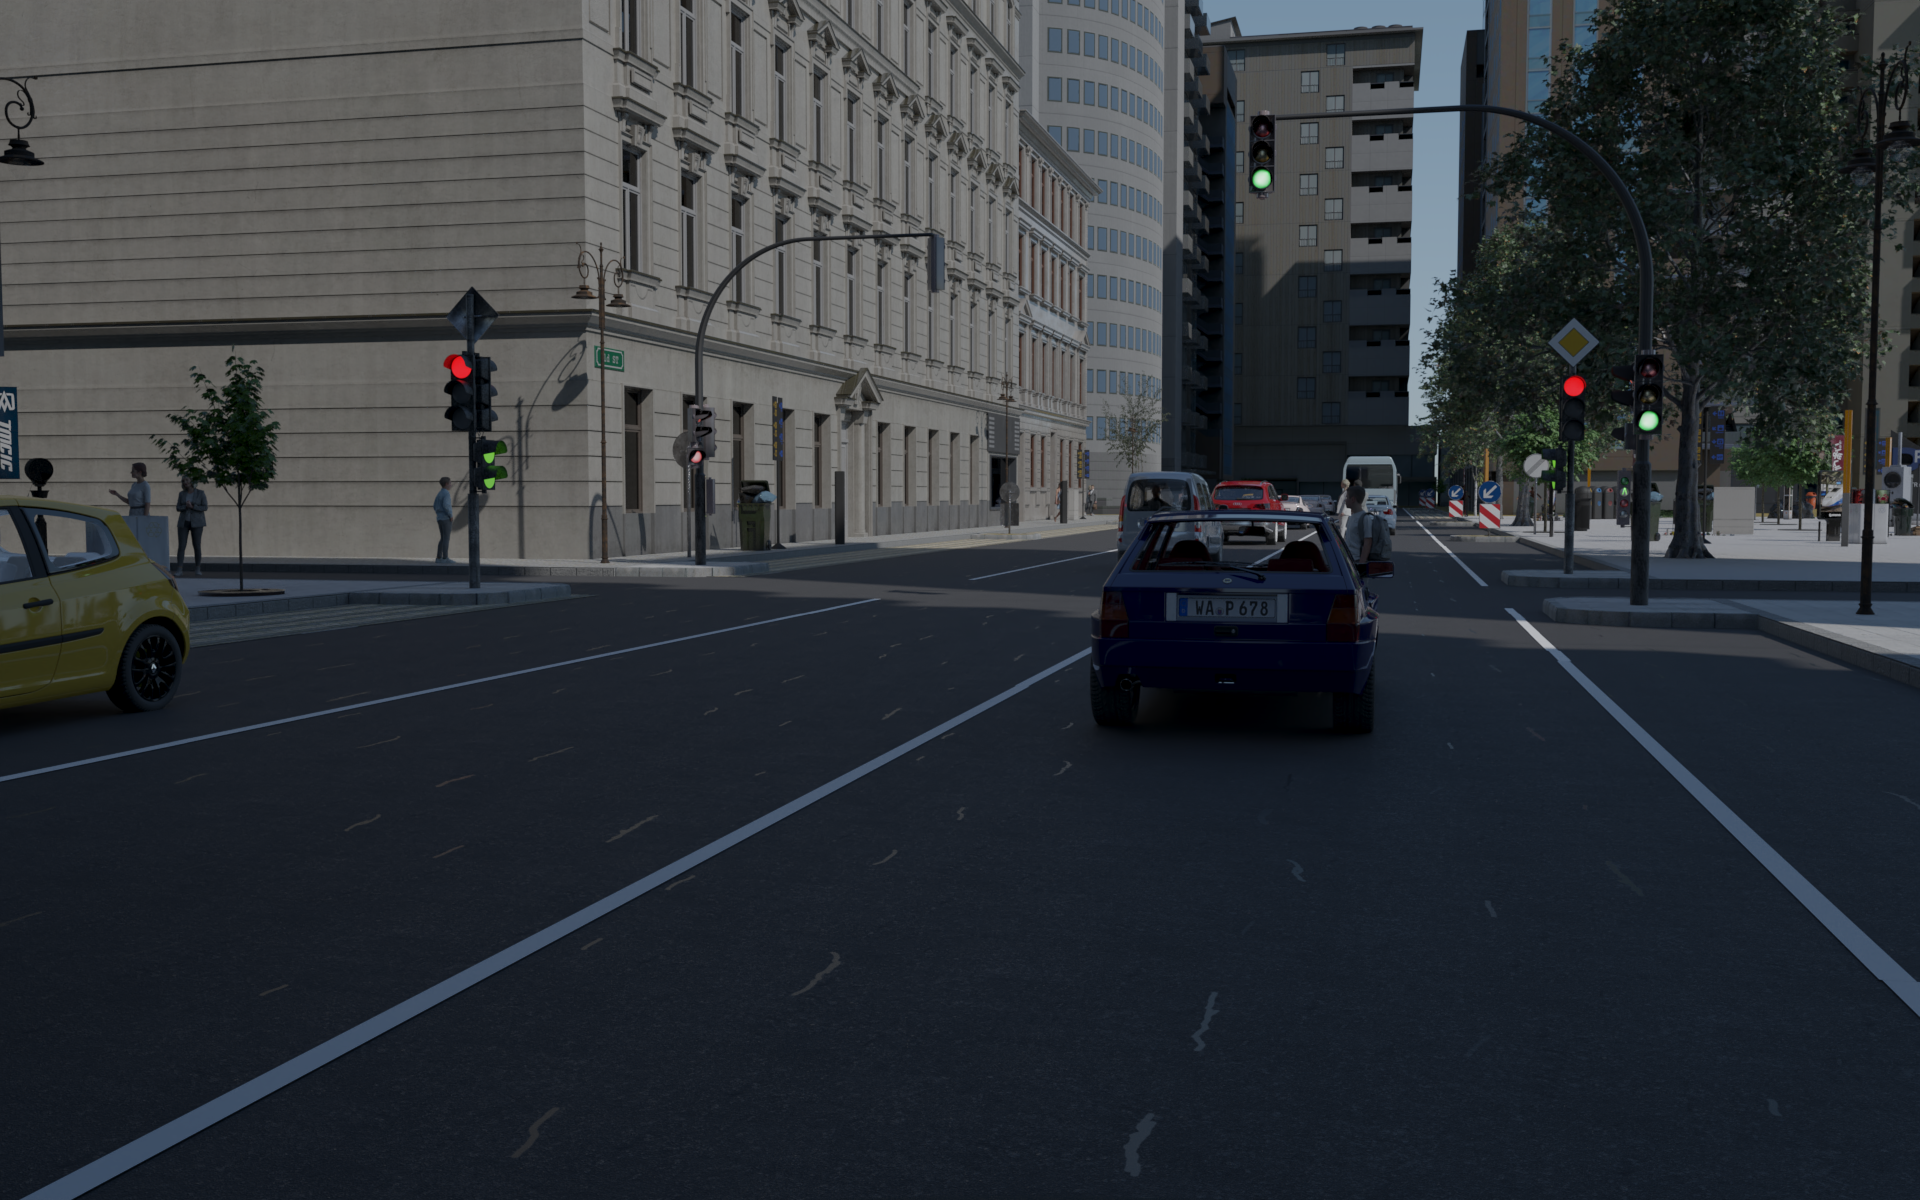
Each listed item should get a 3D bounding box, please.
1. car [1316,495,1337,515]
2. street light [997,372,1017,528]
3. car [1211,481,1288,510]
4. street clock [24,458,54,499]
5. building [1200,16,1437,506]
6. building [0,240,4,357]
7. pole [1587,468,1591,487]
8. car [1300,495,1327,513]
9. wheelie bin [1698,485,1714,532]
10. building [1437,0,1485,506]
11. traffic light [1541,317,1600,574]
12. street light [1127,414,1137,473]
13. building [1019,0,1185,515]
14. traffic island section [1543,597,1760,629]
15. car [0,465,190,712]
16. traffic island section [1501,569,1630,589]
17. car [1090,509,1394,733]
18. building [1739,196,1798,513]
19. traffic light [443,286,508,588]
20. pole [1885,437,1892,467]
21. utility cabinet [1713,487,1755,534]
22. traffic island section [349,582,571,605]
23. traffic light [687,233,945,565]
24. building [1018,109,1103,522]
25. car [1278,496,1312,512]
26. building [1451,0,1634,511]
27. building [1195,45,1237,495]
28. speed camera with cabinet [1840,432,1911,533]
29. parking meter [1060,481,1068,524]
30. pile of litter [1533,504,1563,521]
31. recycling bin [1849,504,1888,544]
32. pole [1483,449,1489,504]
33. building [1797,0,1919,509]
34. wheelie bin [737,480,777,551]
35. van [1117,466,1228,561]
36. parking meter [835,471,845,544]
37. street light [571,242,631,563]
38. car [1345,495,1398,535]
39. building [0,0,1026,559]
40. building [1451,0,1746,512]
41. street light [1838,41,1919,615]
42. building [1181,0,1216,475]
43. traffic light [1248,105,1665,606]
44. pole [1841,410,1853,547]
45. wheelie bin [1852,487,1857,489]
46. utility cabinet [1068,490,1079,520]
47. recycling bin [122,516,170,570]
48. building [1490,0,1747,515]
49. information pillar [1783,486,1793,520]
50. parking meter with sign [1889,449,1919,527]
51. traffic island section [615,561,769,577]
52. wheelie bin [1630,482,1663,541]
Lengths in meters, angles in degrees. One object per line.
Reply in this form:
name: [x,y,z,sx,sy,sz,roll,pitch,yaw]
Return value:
car: [25.081,-6.602,120.312,2.083,1.381,4.827,1,4,14]
street light: [1.772,-5.678,65.621,0.468,5.910,1.993,1,4,14]
car: [8.356,-2.556,50.471,2.281,1.827,5.304,1,4,15]
street clock: [-18.386,-1.838,34.619,0.358,2.002,0.471,3,5,42]
building: [40.487,-37.265,198.525,27.495,52.752,28.713,1,4,14]
building: [-18.811,-20.375,16.722,14.086,41.232,14.154,1,4,14]
pole: [34.990,-6.270,96.361,0.158,3.312,0.155,0,3,0]
car: [19.531,-5.184,97.118,2.083,1.381,4.827,1,4,13]
wheelie bin: [25.114,-3.093,58.476,0.980,1.594,0.693,1,4,18]
building: [68.461,-53.497,187.347,31.000,86.520,22.319,1,4,14]
traffic light: [9.751,-2.372,27.696,0.839,4.253,0.868,1,4,14]
street light: [9.820,-7.690,98.518,0.468,5.910,1.993,1,4,14]
building: [3.412,-35.365,120.221,21.231,58.520,28.212,1,4,14]
traffic island section: [7.871,0.137,20.048,2.009,0.180,2.903,1,4,14]
car: [-6.437,-0.002,10.258,2.015,1.641,3.980,1,4,13]
traffic island section: [9.788,-0.338,27.801,2.009,0.180,2.903,1,4,14]
car: [1.978,0.043,11.877,1.945,1.354,3.894,1,4,13]
building: [47.926,-41.991,124.805,20.563,71.187,20.611,1,4,14]
traffic light: [-6.598,-2.114,23.483,0.839,4.253,0.868,1,4,14]
pole: [33.422,-4.194,62.421,0.158,3.312,0.155,0,3,0]
utility cabinet: [24.508,-2.824,54.854,1.173,1.500,0.318,2,4,25]
traffic island section: [-6.634,-0.082,23.627,2.009,0.180,2.903,1,4,14]
traffic light: [-2.629,-3.431,30.767,4.771,5.953,1.251,1,4,14]
building: [-0.185,-15.396,87.875,11.583,22.565,21.152,1,4,14]
car: [13.433,-3.609,71.373,2.083,1.381,4.827,1,4,14]
building: [54.400,-31.411,163.676,14.600,45.320,14.200,1,4,14]
building: [19.642,-31.944,172.402,14.200,45.320,14.600,1,4,14]
speed camera with cabinet: [29.539,-3.770,55.975,0.660,3.252,2.038,-3,4,-38]
parking meter: [4.503,-4.251,75.209,0.255,1.863,0.399,-1,4,-13]
pile of litter: [27.844,-4.196,82.564,1.719,0.858,1.176,1,4,22]
recycling bin: [23.454,-1.968,44.731,0.722,1.027,0.722,0,4,6]
pole: [23.684,-5.147,78.004,0.158,3.312,0.155,0,3,0]
building: [76.511,-32.459,154.409,21.600,48.544,21.300,1,4,14]
wheelie bin: [-4.633,-1.919,39.277,0.980,1.594,0.693,1,4,10]
van: [4.107,-1.617,33.452,2.013,2.044,4.112,1,4,14]
parking meter: [-3.069,-2.355,44.216,0.255,1.863,0.399,0,4,-3]
street light: [-6.587,-3.619,31.958,0.468,5.910,1.993,1,4,14]
car: [14.519,-3.022,61.408,2.014,1.417,4.499,1,4,12]
building: [-9.778,-17.082,55.705,17.030,29.872,44.131,1,4,14]
building: [52.776,-43.241,145.245,20.563,71.187,20.611,1,4,14]
street light: [9.653,-2.783,18.292,0.468,5.910,1.993,1,4,14]
building: [9.460,-32.390,149.178,23.786,49.044,30.456,1,4,14]
traffic light: [5.782,-2.791,20.305,4.771,5.953,1.251,1,4,14]
pole: [21.589,-2.955,42.165,0.158,3.312,0.155,0,3,0]
wheelie bin: [42.677,-4.588,82.915,0.980,1.594,0.693,-2,4,-31]
utility cabinet: [5.570,-4.682,85.234,0.318,1.500,1.173,1,4,14]
recycling bin: [-9.578,-0.452,19.940,0.722,1.027,0.722,-3,5,-42]
building: [40.829,-28.087,109.331,14.600,45.320,14.200,1,4,14]
information pillar: [41.574,-5.043,86.950,0.304,2.012,0.304,-3,4,-39]
parking meter with sign: [36.632,-4.353,67.426,1.738,3.016,0.543,-1,4,-15]
traffic island section: [-4.717,-0.556,31.379,2.009,0.180,2.903,1,4,14]
wheelie bin: [18.640,-2.396,47.079,0.693,1.594,0.980,-3,4,-39]
